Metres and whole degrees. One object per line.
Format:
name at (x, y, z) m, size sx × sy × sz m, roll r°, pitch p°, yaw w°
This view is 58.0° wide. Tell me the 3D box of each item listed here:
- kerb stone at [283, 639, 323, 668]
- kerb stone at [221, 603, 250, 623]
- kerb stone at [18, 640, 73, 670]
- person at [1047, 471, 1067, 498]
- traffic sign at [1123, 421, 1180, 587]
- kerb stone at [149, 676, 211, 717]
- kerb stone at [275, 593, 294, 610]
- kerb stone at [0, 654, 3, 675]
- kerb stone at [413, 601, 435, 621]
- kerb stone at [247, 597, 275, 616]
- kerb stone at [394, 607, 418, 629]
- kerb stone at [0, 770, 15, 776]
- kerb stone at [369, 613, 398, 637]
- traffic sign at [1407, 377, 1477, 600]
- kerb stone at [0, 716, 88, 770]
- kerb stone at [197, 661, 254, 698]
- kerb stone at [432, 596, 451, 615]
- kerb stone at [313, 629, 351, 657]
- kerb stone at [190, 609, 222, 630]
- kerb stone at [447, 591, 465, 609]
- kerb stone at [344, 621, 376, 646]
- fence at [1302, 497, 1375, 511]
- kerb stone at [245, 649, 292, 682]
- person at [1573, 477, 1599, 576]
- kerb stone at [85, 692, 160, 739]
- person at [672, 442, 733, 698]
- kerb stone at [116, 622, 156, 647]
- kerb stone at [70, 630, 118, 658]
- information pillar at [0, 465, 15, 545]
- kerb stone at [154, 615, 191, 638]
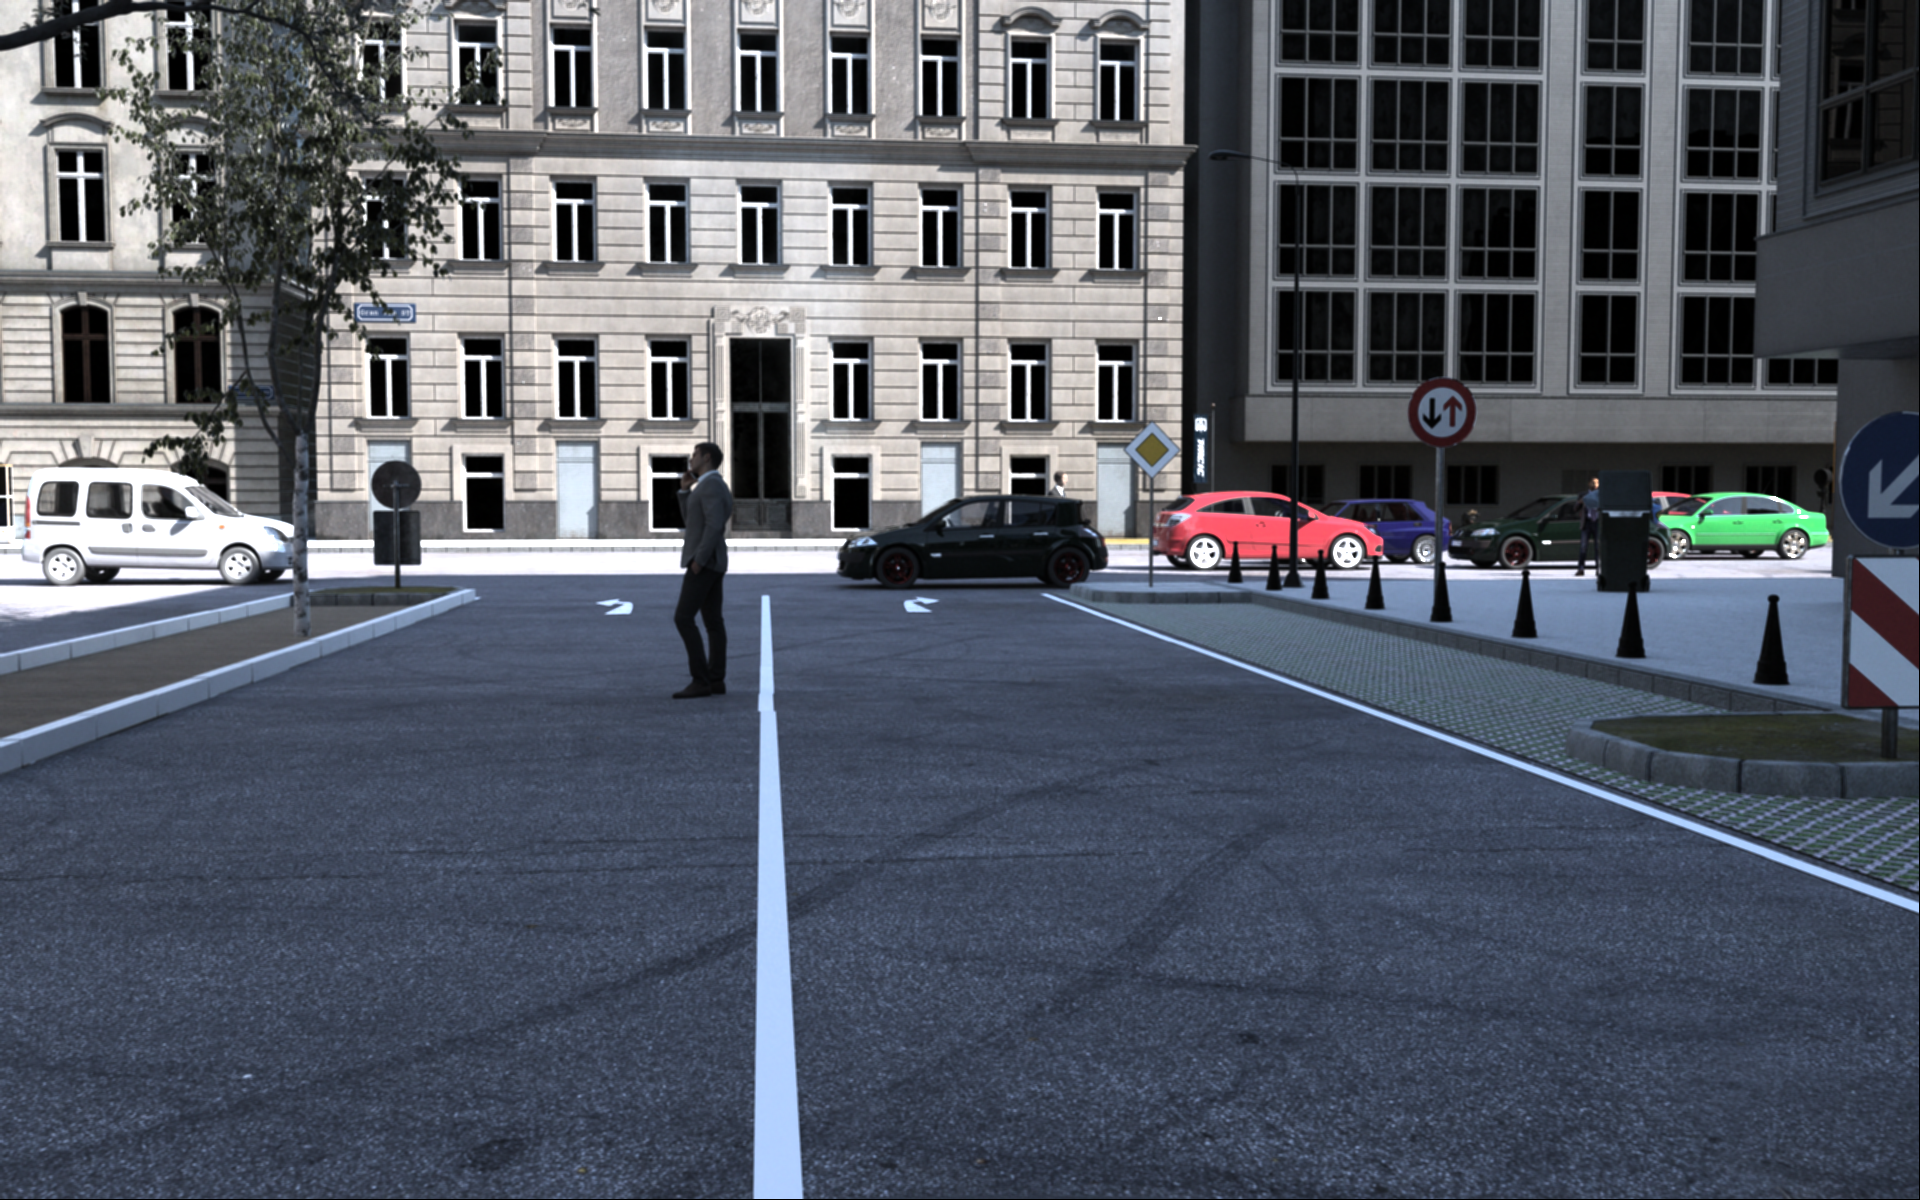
kerb stone at (-5.607, 0.466, 14.668) m, size 0.120 × 0.150 × 1.000 m, roll 0°, pitch 4°, yaw -6°
kerb stone at (-8.273, 0.166, 19.584) m, size 0.120 × 0.150 × 1.000 m, roll 0°, pitch 4°, yaw -6°
kerb stone at (-7.695, 0.473, 14.464) m, size 0.120 × 0.150 × 1.000 m, roll 0°, pitch 4°, yaw -6°
person at (1.821, -1.410, 31.338) m, size 0.755 × 1.850 × 0.659 m, roll 2°, pitch 4°, yaw 25°
traffic sign at (2.630, -1.235, 23.829) m, size 0.795 × 2.450 × 0.064 m, roll 0°, pitch 4°, yaw -6°
kerb stone at (-5.261, 0.652, 11.607) m, size 0.120 × 0.150 × 1.000 m, roll 0°, pitch 4°, yaw -6°
kerb stone at (-8.509, 0.035, 21.619) m, size 0.120 × 0.150 × 1.000 m, roll 0°, pitch 4°, yaw -6°
kerb stone at (-7.588, 0.535, 13.441) m, size 0.120 × 0.150 × 1.000 m, roll 0°, pitch 4°, yaw -6°
kerb stone at (-6.184, 0.148, 19.772) m, size 0.120 × 0.150 × 1.000 m, roll 0°, pitch 4°, yaw -6°
kerb stone at (-8.386, 0.097, 20.602) m, size 0.120 × 0.150 × 1.000 m, roll 0°, pitch 4°, yaw -6°
kerb stone at (-6.063, 0.211, 18.749) m, size 0.120 × 0.150 × 1.000 m, roll 0°, pitch 4°, yaw -6°
kerb stone at (-4.907, 0.839, 8.543) m, size 0.120 × 0.150 × 1.000 m, roll 0°, pitch 4°, yaw -6°
kerb stone at (-5.948, 0.273, 17.731) m, size 0.120 × 0.150 × 1.000 m, roll 0°, pitch 4°, yaw -6°
traffic sign at (5.244, -1.152, 18.942) m, size 0.768 × 2.556 × 0.104 m, roll 0°, pitch 4°, yaw -3°
kerb stone at (-5.026, 0.774, 9.564) m, size 0.120 × 0.150 × 1.000 m, roll 0°, pitch 4°, yaw -6°
kerb stone at (-5.374, 0.585, 12.625) m, size 0.120 × 0.150 × 1.000 m, roll 0°, pitch 4°, yaw -6°
kerb stone at (-6.296, 0.086, 20.790) m, size 0.120 × 0.150 × 1.000 m, roll 0°, pitch 4°, yaw -6°
kerb stone at (-5.721, 0.398, 15.695) m, size 0.120 × 0.150 × 1.000 m, roll 0°, pitch 4°, yaw -6°
kerb stone at (-8.160, 0.223, 18.560) m, size 0.120 × 0.150 × 1.000 m, roll 0°, pitch 4°, yaw -6°
kerb stone at (-6.420, 0.024, 21.807) m, size 0.120 × 0.150 × 1.000 m, roll 0°, pitch 4°, yaw -6°
kerb stone at (-5.836, 0.336, 16.713) m, size 0.120 × 0.150 × 1.000 m, roll 0°, pitch 4°, yaw -6°
fence at (10.621, -2.294, 48.704) m, size 2.264 × 1.192 × 0.480 m, roll 2°, pitch 4°, yaw 31°
kerb stone at (-5.486, 0.523, 13.650) m, size 0.120 × 0.150 × 1.000 m, roll 0°, pitch 4°, yaw -6°
person at (11.026, -1.275, 30.176) m, size 0.655 × 1.722 × 0.431 m, roll 1°, pitch 4°, yaw 14°
kerb stone at (-5.144, 0.710, 10.582) m, size 0.120 × 0.150 × 1.000 m, roll 0°, pitch 4°, yaw -6°
person at (-1.846, -0.224, 12.348) m, size 0.473 × 1.802 × 0.592 m, roll 1°, pitch 4°, yaw 12°
kerb stone at (-7.932, 0.347, 16.514) m, size 0.120 × 0.150 × 1.000 m, roll 0°, pitch 4°, yaw -6°
kerb stone at (-7.810, 0.410, 15.493) m, size 0.120 × 0.150 × 1.000 m, roll 0°, pitch 4°, yaw -6°
information pillar at (-24.164, -2.405, 43.807) m, size 0.304 × 2.012 × 0.304 m, roll 0°, pitch 4°, yaw -7°
kerb stone at (-8.049, 0.285, 17.542) m, size 0.120 × 0.150 × 1.000 m, roll 0°, pitch 4°, yaw -6°
